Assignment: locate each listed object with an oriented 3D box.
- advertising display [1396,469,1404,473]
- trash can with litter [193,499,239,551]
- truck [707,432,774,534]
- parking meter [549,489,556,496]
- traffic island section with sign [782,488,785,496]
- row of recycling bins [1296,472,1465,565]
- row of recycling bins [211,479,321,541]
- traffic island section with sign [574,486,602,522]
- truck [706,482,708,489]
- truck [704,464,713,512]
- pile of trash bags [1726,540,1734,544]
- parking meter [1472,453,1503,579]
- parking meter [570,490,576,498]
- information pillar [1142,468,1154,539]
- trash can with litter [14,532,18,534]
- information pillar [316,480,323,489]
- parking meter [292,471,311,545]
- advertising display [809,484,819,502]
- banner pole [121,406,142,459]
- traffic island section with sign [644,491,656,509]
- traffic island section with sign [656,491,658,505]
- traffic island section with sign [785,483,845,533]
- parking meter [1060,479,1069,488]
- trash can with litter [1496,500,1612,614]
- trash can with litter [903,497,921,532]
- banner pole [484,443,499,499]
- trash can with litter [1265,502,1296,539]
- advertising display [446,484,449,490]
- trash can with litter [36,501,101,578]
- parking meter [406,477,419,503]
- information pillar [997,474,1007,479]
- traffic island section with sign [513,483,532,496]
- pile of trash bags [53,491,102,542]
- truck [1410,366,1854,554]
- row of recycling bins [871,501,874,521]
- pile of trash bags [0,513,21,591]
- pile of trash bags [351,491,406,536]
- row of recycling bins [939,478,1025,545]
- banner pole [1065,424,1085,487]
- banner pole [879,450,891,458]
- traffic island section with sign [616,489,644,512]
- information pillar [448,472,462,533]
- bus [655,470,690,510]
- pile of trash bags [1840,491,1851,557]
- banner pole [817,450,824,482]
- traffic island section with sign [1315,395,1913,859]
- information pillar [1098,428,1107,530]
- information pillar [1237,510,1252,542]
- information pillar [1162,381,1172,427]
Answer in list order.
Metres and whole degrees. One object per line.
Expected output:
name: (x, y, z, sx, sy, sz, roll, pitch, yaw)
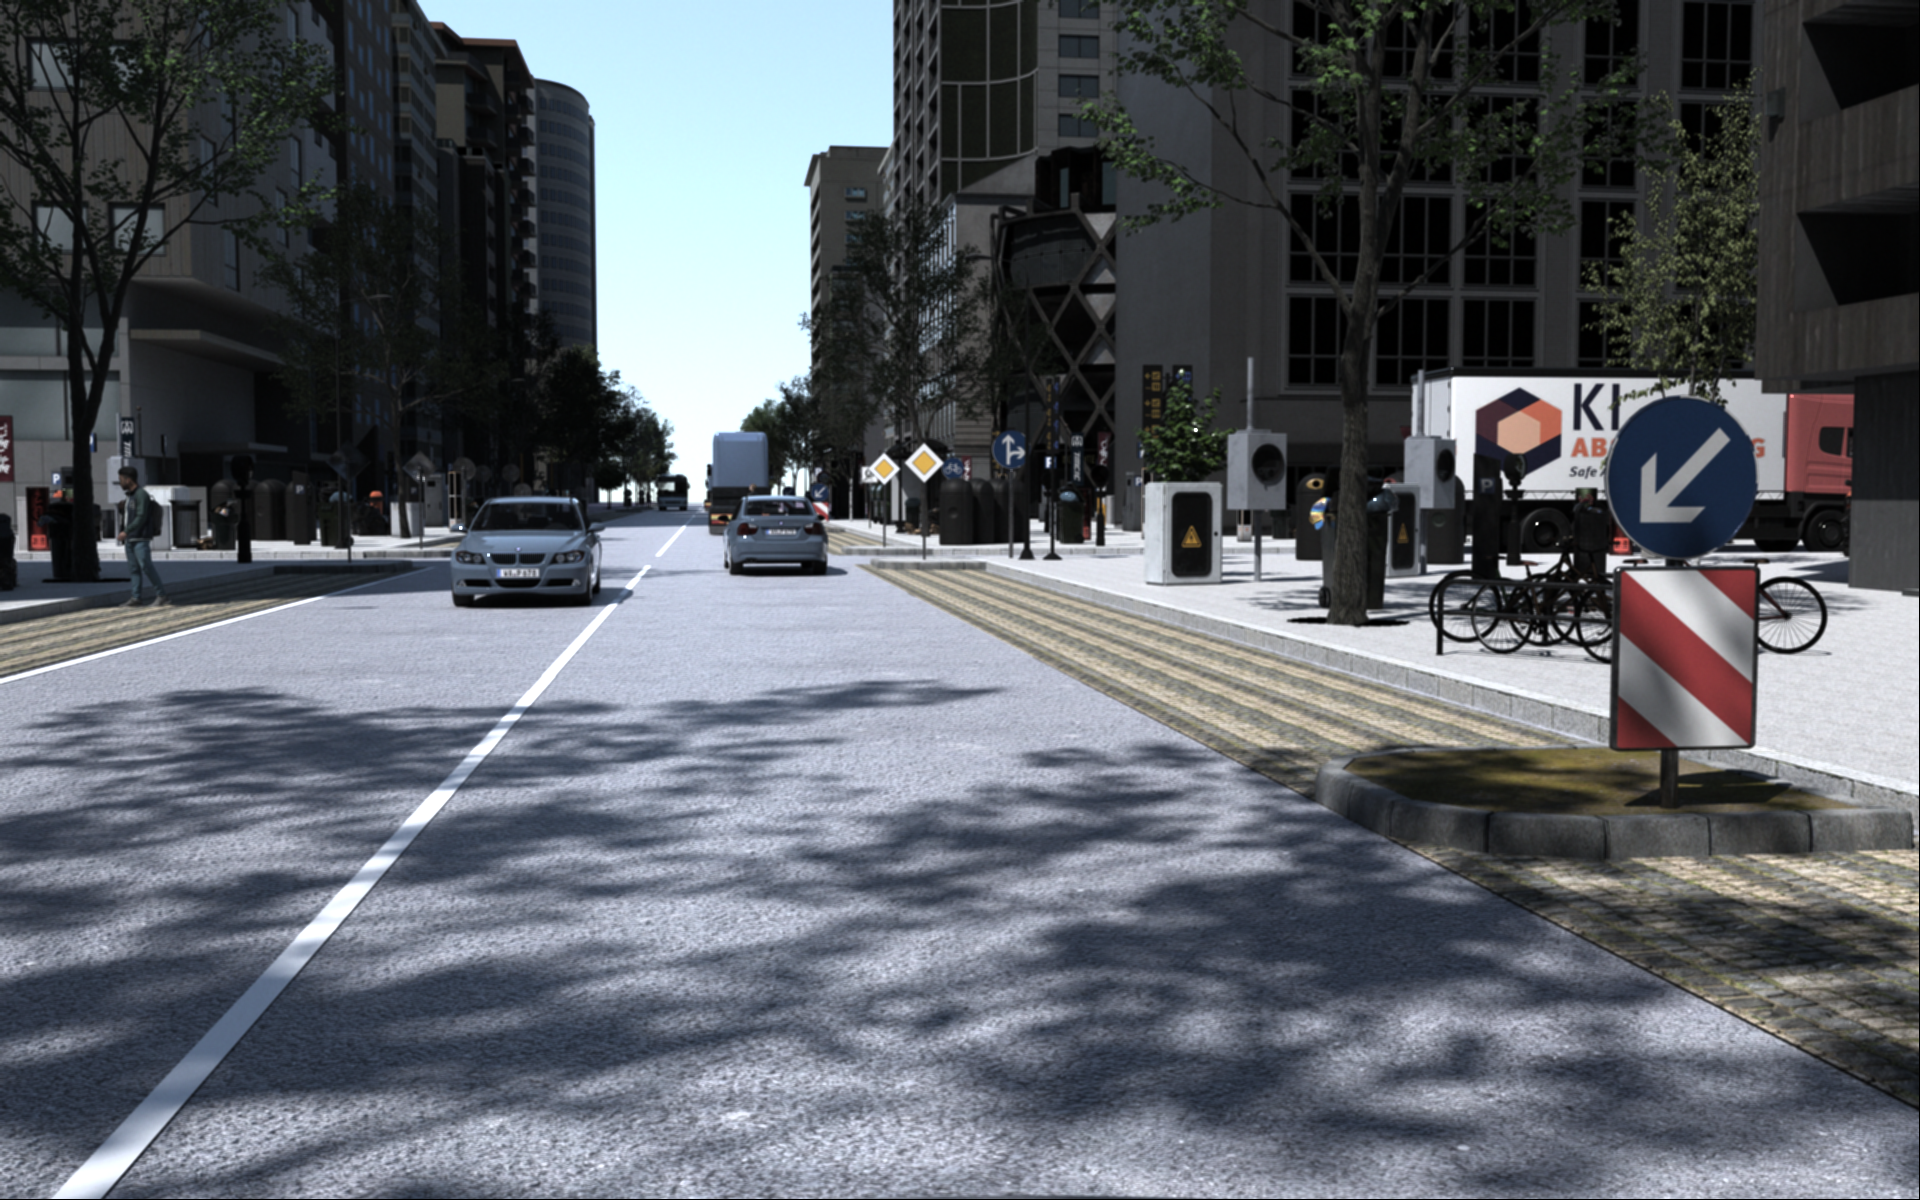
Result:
advertising display: (11.717, -2.483, 45.810, 0.123, 1.923, 0.974, 2, 4, 31)
trash can with litter: (-16.971, -1.714, 39.414, 1.055, 1.170, 0.624, 1, 4, 13)
truck: (-8.742, -4.867, 69.335, 2.967, 4.110, 18.799, 0, 4, -8)
parking meter: (-21.764, -5.140, 92.449, 0.372, 1.533, 0.369, 0, 3, 0)
traffic island section with sign: (-9.123, -5.036, 90.962, 1.989, 1.847, 2.006, 0, 4, -8)
row of recycling bins: (7.916, -1.569, 32.769, 1.069, 1.692, 3.534, -3, 5, -45)
row of recycling bins: (-19.299, -2.497, 47.940, 3.534, 1.692, 1.069, 2, 4, 24)
traffic island section with sign: (-19.515, -4.932, 89.263, 1.989, 1.847, 2.006, 0, 4, -8)
truck: (-29.840, -13.463, 216.047, 3.469, 3.379, 9.791, -1, 4, -9)
truck: (-20.587, -9.738, 148.970, 2.967, 4.110, 18.799, 0, 4, -7)
pile of trash bags: (18.524, -2.198, 45.697, 3.447, 1.369, 1.912, 1, 4, 20)
parking meter: (7.523, -1.161, 24.699, 0.399, 1.863, 0.255, 1, 4, 21)
parking meter: (-24.369, -6.157, 109.085, 0.372, 1.533, 0.369, 0, 3, 0)
information pillar: (5.323, -2.726, 49.056, 0.304, 2.012, 0.304, 1, 4, 16)
trash can with litter: (-30.771, -2.775, 56.434, 1.678, 1.210, 2.233, 2, 4, 34)
information pillar: (-34.211, -5.387, 92.573, 0.304, 2.012, 0.304, 0, 4, -4)
parking meter: (-16.567, -2.319, 43.625, 0.399, 1.863, 0.255, 0, 4, -4)
advertising display: (-9.232, -6.520, 111.818, 0.974, 1.923, 0.123, -1, 4, -13)
banner pole: (-23.672, -3.644, 49.598, 0.863, 3.779, 0.401, 1, 4, 9)
traffic island section with sign: (-30.435, -9.625, 165.988, 1.989, 1.847, 2.006, 0, 4, -8)
traffic island section with sign: (-37.973, -12.870, 219.056, 1.989, 1.847, 2.006, 0, 4, -8)
traffic island section with sign: (-5.346, -3.403, 64.271, 1.989, 1.847, 2.006, 0, 4, -8)
parking meter: (4.207, -3.887, 69.266, 0.399, 1.863, 0.255, -3, 5, -43)
trash can with litter: (6.646, -0.497, 19.178, 2.233, 1.210, 1.678, -2, 4, -35)
trash can with litter: (-1.587, -2.896, 58.736, 0.624, 1.170, 1.055, 0, 4, 6)
banner pole: (-23.832, -5.993, 88.001, 0.863, 3.779, 0.401, -1, 4, -9)
trash can with litter: (9.240, -2.324, 49.392, 1.055, 1.170, 0.624, -3, 5, -44)
advertising display: (-32.891, -6.503, 111.532, 0.123, 1.923, 0.974, 2, 4, 24)
trash can with litter: (-13.727, -0.939, 26.742, 0.624, 1.170, 1.055, 0, 4, -6)
parking meter: (-18.409, -3.216, 58.294, 0.399, 1.863, 0.255, -3, 4, -38)
information pillar: (1.568, -3.677, 64.617, 0.304, 2.012, 0.304, -1, 4, -13)
traffic island section with sign: (-15.677, -3.278, 62.216, 1.989, 1.847, 2.006, 0, 4, -8)
pile of trash bags: (-23.855, -2.218, 46.017, 1.912, 1.369, 3.447, -2, 4, -28)
truck: (16.179, -3.113, 39.817, 11.283, 4.237, 2.839, 0, 4, -6)
row of recycling bins: (-2.714, -4.732, 84.475, 3.534, 1.692, 1.069, -1, 4, -20)
pile of trash bags: (-13.384, -0.780, 22.508, 1.912, 1.369, 3.447, -1, 4, -22)
pile of trash bags: (-18.229, -2.739, 54.538, 1.912, 1.369, 3.447, -2, 4, -25)
row of recycling bins: (0.662, -2.305, 44.795, 1.069, 1.692, 3.534, 2, 4, 32)
banner pole: (4.023, -4.393, 61.845, 0.863, 3.779, 0.401, 0, 4, 4)
banner pole: (-4.329, -6.637, 98.529, 0.863, 3.779, 0.401, -1, 4, -16)
traffic island section with sign: (-26.581, -7.970, 138.929, 1.989, 1.847, 2.006, 0, 4, -8)
information pillar: (-16.855, -3.264, 57.853, 0.304, 2.012, 0.304, 2, 4, 29)
bus: (-25.669, -9.781, 154.779, 2.948, 3.499, 13.247, -1, 4, -9)
pile of trash bags: (18.979, -1.570, 35.417, 1.912, 1.369, 3.447, 0, 4, 3)
banner pole: (-7.704, -6.579, 97.585, 0.401, 3.779, 0.863, 0, 4, -2)
traffic island section with sign: (2.695, 0.055, 7.728, 1.989, 1.847, 2.006, 0, 4, -8)
information pillar: (5.074, -4.316, 61.919, 0.183, 3.616, 0.504, -2, 4, -25)
information pillar: (7.633, -2.564, 46.416, 0.304, 2.012, 0.304, -1, 4, -17)
information pillar: (4.064, -2.555, 33.124, 0.183, 3.616, 0.504, -3, 4, -36)
